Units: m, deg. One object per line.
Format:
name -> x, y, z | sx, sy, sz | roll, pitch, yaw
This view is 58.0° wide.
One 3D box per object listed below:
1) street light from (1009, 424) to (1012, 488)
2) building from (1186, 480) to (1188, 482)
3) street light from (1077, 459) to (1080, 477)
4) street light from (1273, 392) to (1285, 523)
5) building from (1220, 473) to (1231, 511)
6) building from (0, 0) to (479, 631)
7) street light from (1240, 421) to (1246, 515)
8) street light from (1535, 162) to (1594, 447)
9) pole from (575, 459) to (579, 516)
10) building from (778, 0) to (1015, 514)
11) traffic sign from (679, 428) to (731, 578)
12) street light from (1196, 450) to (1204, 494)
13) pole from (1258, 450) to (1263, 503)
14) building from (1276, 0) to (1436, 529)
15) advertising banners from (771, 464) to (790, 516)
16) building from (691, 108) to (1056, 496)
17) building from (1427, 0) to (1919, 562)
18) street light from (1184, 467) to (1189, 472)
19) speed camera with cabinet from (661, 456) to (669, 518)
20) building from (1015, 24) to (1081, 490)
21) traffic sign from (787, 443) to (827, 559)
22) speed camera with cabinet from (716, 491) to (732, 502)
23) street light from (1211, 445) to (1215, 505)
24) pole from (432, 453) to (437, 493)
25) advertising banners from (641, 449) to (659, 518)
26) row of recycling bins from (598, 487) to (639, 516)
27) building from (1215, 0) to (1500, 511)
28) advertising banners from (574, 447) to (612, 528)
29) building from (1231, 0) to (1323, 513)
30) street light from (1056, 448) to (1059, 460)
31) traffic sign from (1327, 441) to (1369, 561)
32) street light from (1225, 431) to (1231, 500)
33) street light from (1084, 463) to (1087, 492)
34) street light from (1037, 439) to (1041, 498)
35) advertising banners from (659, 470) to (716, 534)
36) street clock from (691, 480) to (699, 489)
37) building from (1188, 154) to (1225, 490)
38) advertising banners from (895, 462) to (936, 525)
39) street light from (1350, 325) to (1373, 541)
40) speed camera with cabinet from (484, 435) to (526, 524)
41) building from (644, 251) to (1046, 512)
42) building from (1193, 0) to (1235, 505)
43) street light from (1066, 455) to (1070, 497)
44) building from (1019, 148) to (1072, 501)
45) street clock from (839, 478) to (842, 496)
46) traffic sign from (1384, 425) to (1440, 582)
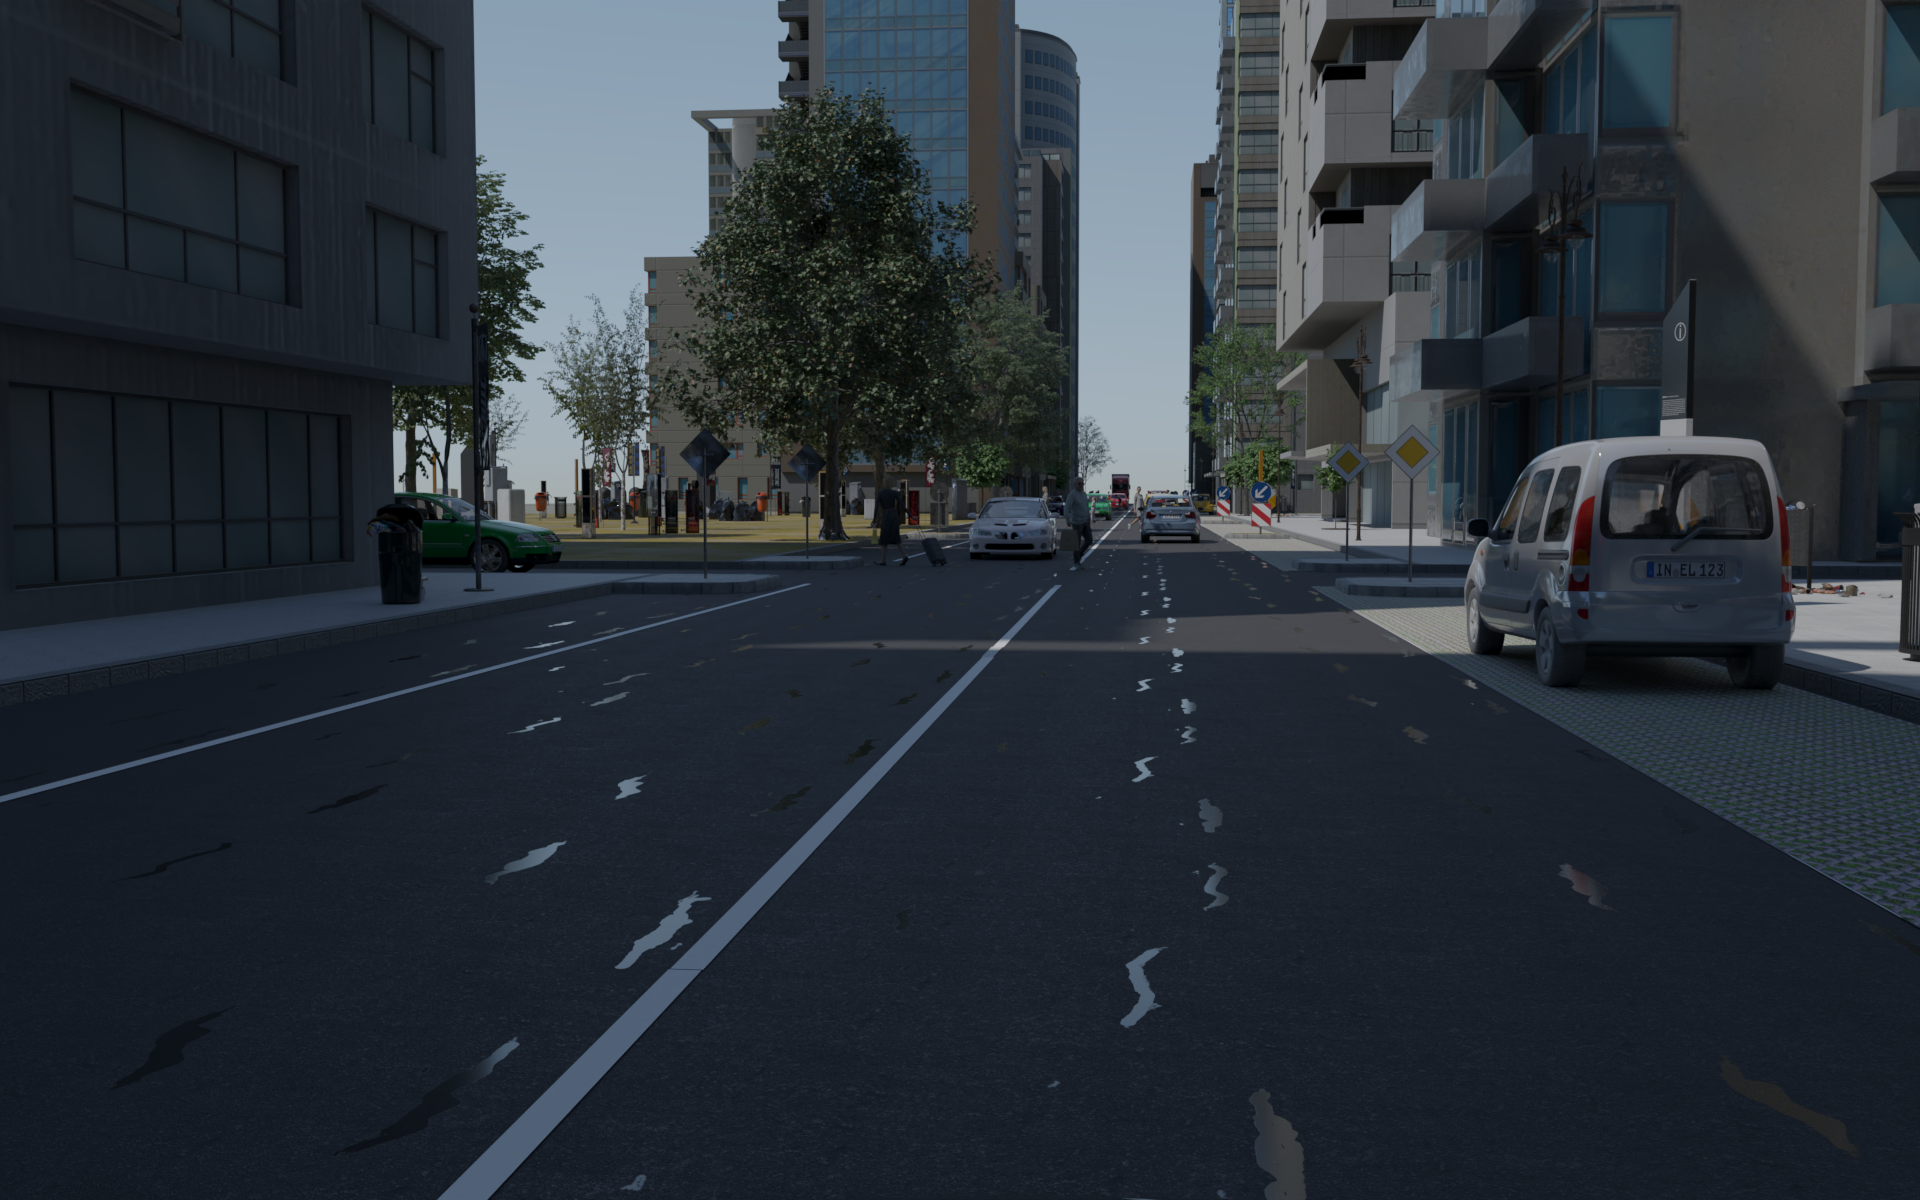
street light -> 3.211, -8.445, 110.859 | 0.468, 5.910, 1.993 | 0, 4, 6
building -> 44.815, -38.515, 249.324 | 23.786, 49.044, 30.456 | 0, 4, 6
street light -> 15.262, -15.301, 222.964 | 0.468, 5.910, 1.993 | 0, 4, 6
street light -> 14.270, -6.398, 77.401 | 0.468, 5.910, 1.993 | 0, 4, 6
building -> 37.462, -27.297, 138.187 | 32.217, 40.220, 23.993 | 0, 4, 6
building -> -14.332, -20.635, 20.970 | 14.086, 41.232, 14.154 | 0, 4, 6
street light -> 17.381, -8.205, 106.938 | 0.468, 5.910, 1.993 | 0, 4, 6
street light -> 8.521, -3.167, 24.572 | 0.468, 5.910, 1.993 | 0, 4, 6
pole -> -22.253, -6.527, 100.552 | 0.158, 3.312, 0.155 | 0, 3, 0
building -> -3.727, -28.521, 116.428 | 14.600, 45.320, 14.200 | 0, 4, 6
traffic sign -> -3.874, -1.387, 26.321 | 0.795, 2.450, 0.064 | 0, 4, 6
street light -> 25.548, -12.876, 183.317 | 0.468, 5.910, 1.993 | 0, 4, 6
pole -> 14.061, -5.330, 80.988 | 0.158, 3.312, 0.155 | 0, 3, 0
building -> 28.347, -29.679, 74.484 | 28.713, 52.752, 27.495 | 0, 4, 6
advertising banners -> -10.708, -6.534, 103.019 | 0.090, 3.025, 2.074 | 2, 4, 27
building -> -7.096, -29.005, 166.114 | 32.217, 40.220, 23.993 | 0, 4, 6
building -> 25.850, -25.722, 40.163 | 30.456, 49.044, 23.786 | 0, 4, 6
street light -> 34.531, -17.922, 265.813 | 0.468, 5.910, 1.993 | 0, 4, 6
speed camera with cabinet -> -15.302, -5.835, 89.742 | 0.660, 3.252, 2.038 | 0, 4, 1
building -> 4.114, -41.491, 220.382 | 21.231, 58.520, 28.212 | 0, 4, 6
traffic sign -> -3.022, -1.873, 34.261 | 0.795, 2.450, 0.064 | 0, 4, 6
speed camera with cabinet -> -14.167, -6.483, 100.336 | 2.038, 3.252, 0.660 | -3, 5, -44
street light -> 22.459, -11.061, 153.638 | 0.468, 5.910, 1.993 | 0, 4, 6
pole -> -26.147, -5.650, 86.219 | 0.158, 3.312, 0.155 | 0, 3, 0
advertising banners -> -11.987, -4.435, 68.700 | 0.090, 3.025, 2.074 | 2, 4, 29
row of recycling bins -> -19.091, -5.658, 99.623 | 3.534, 1.692, 1.069 | -1, 4, -22
building -> 35.884, -33.418, 166.000 | 23.786, 49.044, 30.456 | 0, 4, 6
advertising banners -> -13.837, -4.230, 65.350 | 2.074, 3.025, 0.090 | 2, 4, 35
building -> 26.023, -26.708, 120.268 | 14.154, 41.232, 14.086 | 0, 4, 6
street light -> 9.543, -12.078, 170.264 | 0.468, 5.910, 1.993 | 0, 4, 6
traffic sign -> 7.410, -1.803, 33.124 | 0.795, 2.450, 0.064 | 0, 4, 6
street light -> 19.165, -9.256, 124.120 | 0.468, 5.910, 1.993 | 0, 4, 6
street light -> 18.314, -17.108, 252.508 | 0.468, 5.910, 1.993 | 0, 4, 6
street light -> 6.387, -10.254, 140.442 | 0.468, 5.910, 1.993 | 0, 4, 6
advertising banners -> -8.789, -3.698, 56.651 | 2.074, 3.025, 0.090 | -3, 4, -36
street clock -> -13.620, -5.168, 89.073 | 0.358, 2.002, 0.471 | 1, 4, 18
building -> 37.329, -35.334, 227.825 | 14.600, 45.320, 14.200 | 0, 4, 6
advertising banners -> -1.932, -4.595, 71.324 | 2.074, 3.025, 0.090 | 0, 4, -1
street light -> 10.976, -4.571, 47.521 | 0.468, 5.910, 1.993 | 0, 4, 6
speed camera with cabinet -> -15.053, -3.848, 57.256 | 0.660, 3.252, 2.038 | -3, 4, -38
building -> -7.722, -18.003, 139.385 | 27.650, 21.520, 28.899 | 0, 4, 6
building -> 39.382, -54.495, 203.661 | 22.319, 86.520, 31.000 | 0, 4, 6
street light -> 12.015, -13.496, 193.441 | 0.468, 5.910, 1.993 | 0, 4, 6
building -> 5.561, -31.555, 199.525 | 14.154, 41.232, 14.086 | 0, 4, 6
street clock -> -5.426, -4.427, 76.950 | 0.358, 2.002, 0.471 | -1, 4, -18
traffic sign -> 6.558, -1.318, 25.185 | 0.795, 2.450, 0.064 | 0, 4, 6
